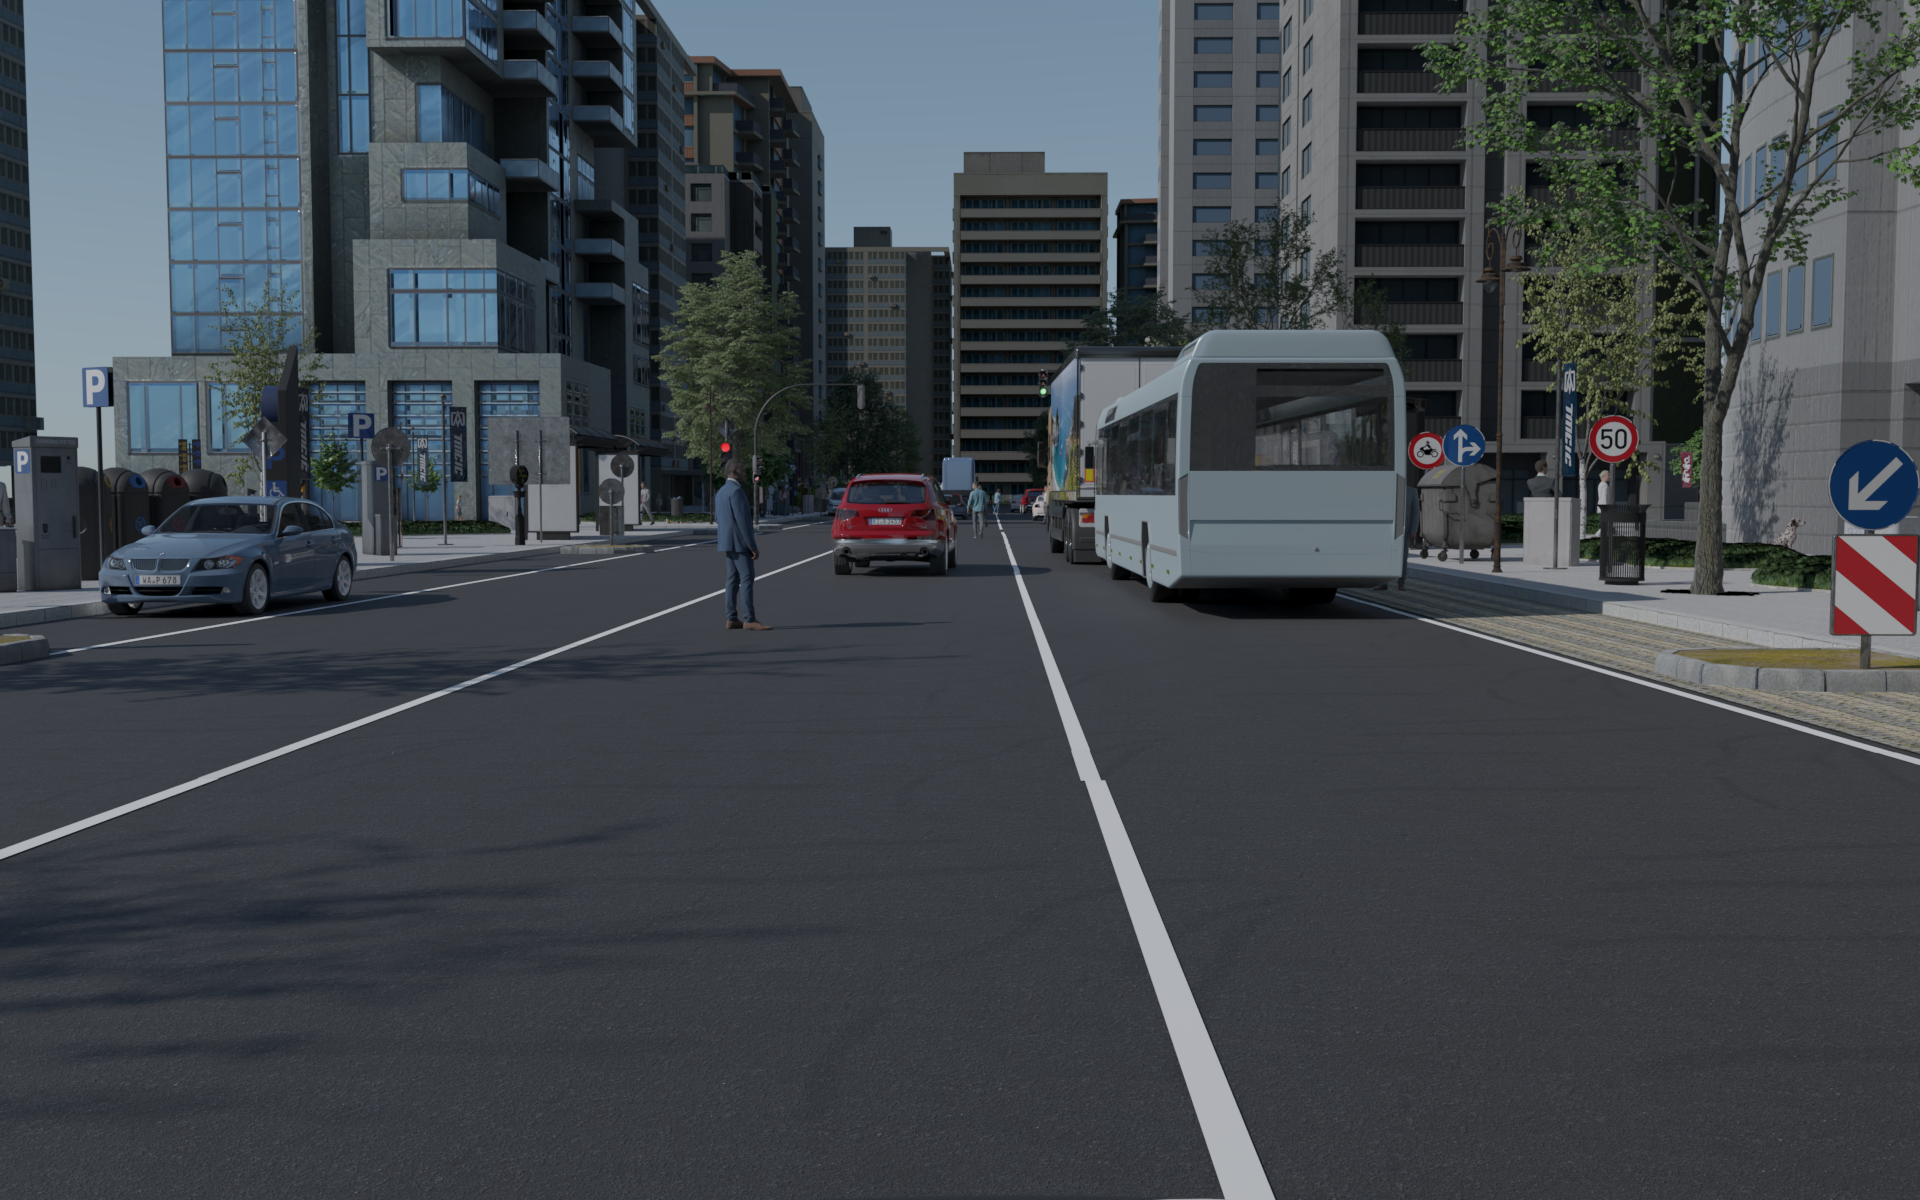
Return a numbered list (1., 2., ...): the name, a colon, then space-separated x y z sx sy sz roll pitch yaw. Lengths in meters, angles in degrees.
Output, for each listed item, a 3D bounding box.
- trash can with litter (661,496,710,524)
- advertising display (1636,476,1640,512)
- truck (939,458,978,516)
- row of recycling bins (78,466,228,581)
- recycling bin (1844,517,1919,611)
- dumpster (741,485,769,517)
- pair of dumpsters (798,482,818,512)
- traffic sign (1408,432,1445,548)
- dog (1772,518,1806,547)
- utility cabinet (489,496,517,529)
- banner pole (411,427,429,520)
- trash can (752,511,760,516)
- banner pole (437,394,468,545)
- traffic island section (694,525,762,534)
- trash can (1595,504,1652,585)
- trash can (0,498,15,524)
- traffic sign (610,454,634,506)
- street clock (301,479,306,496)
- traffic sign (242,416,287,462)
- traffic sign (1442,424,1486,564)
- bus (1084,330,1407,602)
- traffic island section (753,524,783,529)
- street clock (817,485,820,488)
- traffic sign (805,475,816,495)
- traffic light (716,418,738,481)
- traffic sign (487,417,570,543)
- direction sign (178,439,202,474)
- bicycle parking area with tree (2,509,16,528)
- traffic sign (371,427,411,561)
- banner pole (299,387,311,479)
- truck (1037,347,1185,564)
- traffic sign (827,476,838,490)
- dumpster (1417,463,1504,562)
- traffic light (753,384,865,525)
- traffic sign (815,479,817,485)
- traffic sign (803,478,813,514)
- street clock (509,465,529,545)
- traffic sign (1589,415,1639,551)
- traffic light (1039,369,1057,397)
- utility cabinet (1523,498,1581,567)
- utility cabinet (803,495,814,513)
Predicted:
1. trash can with litter: -11.946 -3.938 75.450 2.233 1.210 1.678 0 4 -2
2. advertising display: 23.943 -3.423 61.185 0.123 1.923 0.974 1 4 22
3. truck: -0.095 -8.107 122.311 2.967 4.110 18.799 0 3 0
4. row of recycling bins: -12.849 -1.226 27.158 1.069 1.692 3.534 1 4 14
5. recycling bin: 10.370 -0.410 19.265 0.722 1.027 0.722 -1 4 -19
6. dumpster: -11.507 -5.764 96.736 1.502 2.255 1.985 0 4 1
7. pair of dumpsters: -10.660 -7.239 120.849 1.574 2.255 4.437 0 4 1
8. traffic sign: 9.586 -2.170 35.583 0.768 2.556 0.104 1 4 10
9. dog: 16.055 -1.197 33.945 0.513 0.831 0.800 -2 4 -24
10. utility cabinet: -16.568 -3.162 62.860 1.020 1.237 0.306 0 4 8
11. banner pole: -20.120 -4.552 64.436 0.863 3.779 0.401 1 4 13
12. trash can: -12.307 -5.629 103.692 0.748 1.137 0.748 0 3 0
13. banner pole: -12.747 -3.273 43.536 0.863 3.779 0.401 -3 5 -41
14. traffic island section: -8.563 -2.528 63.607 2.009 0.180 2.903 0 4 1
15. trash can: 9.371 -0.785 24.494 0.748 1.137 0.748 0 3 0
16. trash can: -39.358 -3.658 71.469 0.748 1.137 0.748 0 3 0
17. traffic sign: -10.655 -3.337 54.666 0.768 2.556 0.104 0 4 2
18. street clock: -24.639 -3.667 64.522 0.471 2.002 0.358 1 4 12
19. traffic sign: -11.799 -1.814 29.390 0.795 2.593 0.064 0 4 5
20. traffic sign: 9.221 -1.937 31.768 0.768 2.556 0.104 1 4 9
21. bus: 3.731 -1.908 26.053 2.948 3.499 13.247 0 3 0
22. traffic island section: -8.430 -3.016 71.591 2.009 0.180 2.903 0 4 1
23. street clock: -11.522 -8.321 140.618 0.358 2.002 0.471 -2 4 -27
24. traffic sign: -10.058 -7.094 116.088 0.768 2.556 0.104 0 4 4
25. traffic light: -8.524 -4.560 63.472 0.839 4.253 0.868 0 4 1
26. traffic sign: -11.391 -3.173 45.745 2.265 3.308 0.079 0 4 8
27. direction sign: -31.747 -4.860 71.460 0.876 3.537 0.379 -1 4 -9
28. bicycle parking area with tree: -36.288 -4.477 60.204 8.231 4.147 9.016 2 4 24
29. traffic sign: -10.861 -2.015 33.048 0.768 2.556 0.104 0 4 4
30. banner pole: -13.604 -2.795 35.710 0.401 3.779 0.863 1 4 10
31. truck: 3.372 -3.037 38.571 2.839 4.237 11.283 0 4 0
32. traffic sign: -9.212 -7.638 124.990 0.768 2.556 0.104 1 4 9
33. dumpster: 9.668 -1.694 33.455 1.264 1.857 1.865 0 4 1
34. traffic light: -6.298 -5.920 71.456 4.771 5.953 1.251 0 4 1
35. traffic sign: -11.410 -8.171 133.700 0.768 2.556 0.104 0 4 4
36. traffic sign: -9.871 -6.754 112.551 0.606 2.300 0.079 0 4 3
37. street clock: -11.080 -2.386 43.573 0.358 2.002 0.471 2 4 25
38. traffic sign: 10.557 -1.709 28.048 0.768 2.556 0.104 1 4 10
39. traffic light: 5.243 -5.410 63.118 4.771 5.953 1.251 0 4 1
40. utility cabinet: 10.615 -1.217 31.059 0.306 1.237 1.020 -2 4 -33
41. utility cabinet: -10.091 -6.347 114.938 0.306 1.237 1.020 2 4 27
